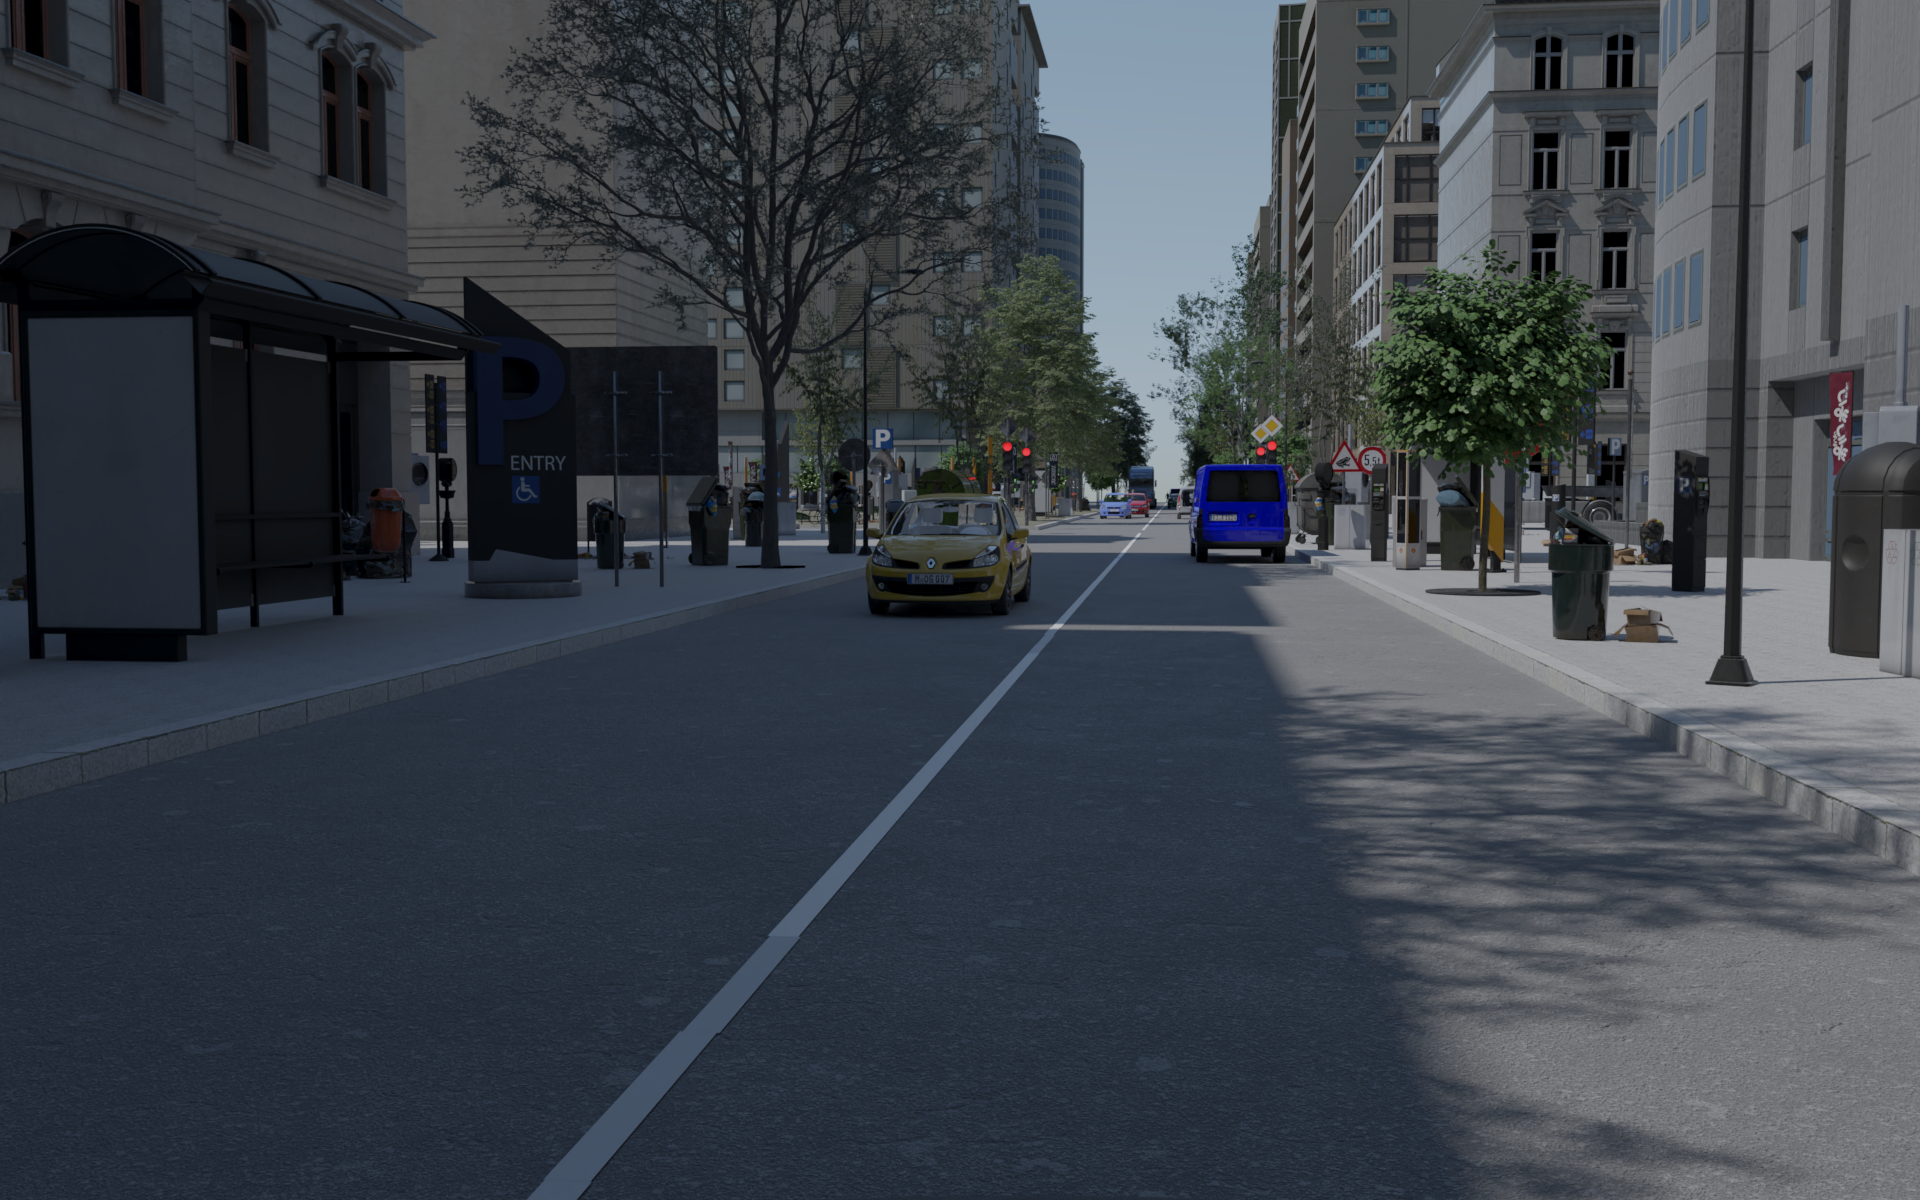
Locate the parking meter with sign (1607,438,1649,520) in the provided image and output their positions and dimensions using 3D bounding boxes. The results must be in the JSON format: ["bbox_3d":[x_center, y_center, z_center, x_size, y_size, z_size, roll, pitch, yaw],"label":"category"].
[{"bbox_3d":[20.722,-3.474,53.057,0.543,3.016,1.738,-2,4,-32],"label":"parking meter with sign"}]

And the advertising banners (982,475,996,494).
[{"bbox_3d":[2.114,-9.158,145.927,2.074,3.025,0.090,0,4,-2],"label":"advertising banners"}]

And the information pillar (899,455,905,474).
[{"bbox_3d":[-3.498,-6.916,104.437,0.183,3.616,0.504,3,5,39],"label":"information pillar"}]

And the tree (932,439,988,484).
[{"bbox_3d":[0.068,-7.153,100.672,4.285,4.588,4.351,0,3,0],"label":"tree"}]

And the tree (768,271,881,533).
[{"bbox_3d":[-4.242,-6.484,56.378,4.360,8.622,3.978,0,3,0],"label":"tree"}]

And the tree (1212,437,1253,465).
[{"bbox_3d":[14.425,-5.753,77.768,4.285,4.588,4.351,0,3,0],"label":"tree"}]

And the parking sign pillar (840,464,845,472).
[{"bbox_3d":[-9.084,-8.852,133.196,1.447,3.967,1.447,0,4,-4],"label":"parking sign pillar"}]

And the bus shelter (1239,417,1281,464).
[{"bbox_3d":[15.327,-6.743,87.882,2.179,5.291,8.768,0,4,7],"label":"bus shelter"}]

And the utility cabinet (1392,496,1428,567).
[{"bbox_3d":[7.973,-1.192,30.644,0.306,1.237,1.020,2,4,33],"label":"utility cabinet"}]

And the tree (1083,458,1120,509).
[{"bbox_3d":[12.372,-10.311,152.294,4.285,4.588,4.351,0,3,0],"label":"tree"}]

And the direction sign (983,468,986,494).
[{"bbox_3d":[1.877,-8.695,134.168,0.379,3.537,0.876,1,4,15],"label":"direction sign"}]

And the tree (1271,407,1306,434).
[{"bbox_3d":[25.911,-11.523,138.755,4.737,8.622,4.395,0,3,0],"label":"tree"}]

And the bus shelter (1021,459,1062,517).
[{"bbox_3d":[4.764,-6.566,101.279,2.014,3.302,5.546,0,4,7],"label":"bus shelter"}]

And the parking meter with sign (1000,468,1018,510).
[{"bbox_3d":[2.988,-7.149,113.145,0.543,3.016,1.738,3,5,43],"label":"parking meter with sign"}]

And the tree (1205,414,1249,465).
[{"bbox_3d":[23.615,-12.491,154.597,4.737,8.622,4.395,0,3,0],"label":"tree"}]

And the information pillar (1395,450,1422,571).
[{"bbox_3d":[7.548,-1.507,29.134,0.304,2.012,0.304,-1,4,-22],"label":"information pillar"}]

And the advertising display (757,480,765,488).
[{"bbox_3d":[-9.009,-4.612,80.625,0.974,1.923,0.123,-3,4,-38],"label":"advertising display"}]

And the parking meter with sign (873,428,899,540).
[{"bbox_3d":[-1.889,-3.085,46.708,0.543,3.016,1.738,1,4,10],"label":"parking meter with sign"}]

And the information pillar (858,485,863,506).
[{"bbox_3d":[-8.033,-8.283,139.914,0.304,2.012,0.304,2,4,29],"label":"information pillar"}]

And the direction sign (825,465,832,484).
[{"bbox_3d":[-10.350,-8.859,136.843,0.379,3.537,0.876,3,4,36],"label":"direction sign"}]

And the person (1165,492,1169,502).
[{"bbox_3d":[35.272,-17.424,293.940,0.990,1.755,0.434,1,4,12],"label":"person"}]

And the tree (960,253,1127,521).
[{"bbox_3d":[3.622,-10.004,81.695,7.486,12.596,7.792,0,3,0],"label":"tree"}]

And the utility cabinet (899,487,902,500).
[{"bbox_3d":[-1.992,-2.653,52.053,0.318,1.500,1.173,-1,4,-11],"label":"utility cabinet"}]

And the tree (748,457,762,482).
[{"bbox_3d":[-14.947,-9.215,134.374,4.285,4.588,4.351,0,3,0],"label":"tree"}]

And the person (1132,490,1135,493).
[{"bbox_3d":[13.099,-7.498,131.487,0.834,1.777,0.661,1,4,10],"label":"person"}]

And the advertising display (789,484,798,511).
[{"bbox_3d":[-10.566,-6.262,107.596,0.974,1.923,0.123,1,4,14],"label":"advertising display"}]

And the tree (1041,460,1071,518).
[{"bbox_3d":[5.316,-6.109,94.484,1.663,3.219,1.824,0,3,0],"label":"tree"}]

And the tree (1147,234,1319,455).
[{"bbox_3d":[20.359,-16.702,128.974,12.611,20.169,13.585,0,3,0],"label":"tree"}]

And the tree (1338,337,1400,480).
[{"bbox_3d":[19.712,-8.065,82.225,4.737,8.622,4.395,0,3,0],"label":"tree"}]

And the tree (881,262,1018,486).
[{"bbox_3d":[0.086,-6.363,54.391,4.360,8.622,3.978,0,3,0],"label":"tree"}]

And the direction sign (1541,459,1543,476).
[{"bbox_3d":[25.377,-5.048,74.530,0.379,3.537,0.876,-2,4,-34],"label":"direction sign"}]

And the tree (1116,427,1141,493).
[{"bbox_3d":[20.387,-17.593,222.062,7.601,10.594,8.767,0,4,-3],"label":"tree"}]

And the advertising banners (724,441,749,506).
[{"bbox_3d":[-7.496,-3.791,58.171,0.090,3.025,2.074,1,4,9],"label":"advertising banners"}]

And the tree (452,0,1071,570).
[{"bbox_3d":[-3.239,-7.284,29.467,12.009,13.543,11.850,0,3,0],"label":"tree"}]

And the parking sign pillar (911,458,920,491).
[{"bbox_3d":[-3.300,-8.589,128.898,1.447,3.967,1.447,-1,4,-12],"label":"parking sign pillar"}]

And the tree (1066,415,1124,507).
[{"bbox_3d":[10.138,-11.609,140.176,4.360,8.622,3.978,0,3,0],"label":"tree"}]

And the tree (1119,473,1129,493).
[{"bbox_3d":[29.757,-21.243,297.686,4.737,8.622,4.395,0,3,0],"label":"tree"}]

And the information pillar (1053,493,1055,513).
[{"bbox_3d":[6.243,-7.696,117.185,0.504,3.616,0.183,0,4,-4],"label":"information pillar"}]

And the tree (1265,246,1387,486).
[{"bbox_3d":[11.099,-6.242,52.421,4.360,8.622,3.978,0,3,0],"label":"tree"}]

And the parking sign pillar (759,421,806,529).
[{"bbox_3d":[-6.567,-4.570,63.189,1.447,3.967,1.447,0,4,7],"label":"parking sign pillar"}]

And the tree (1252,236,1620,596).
[{"bbox_3d":[6.718,-2.353,22.183,4.285,4.588,4.351,0,3,0],"label":"tree"}]

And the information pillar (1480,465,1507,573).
[{"bbox_3d":[8.667,-2.248,28.103,0.504,3.616,0.183,-2,4,-34],"label":"information pillar"}]

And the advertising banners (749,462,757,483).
[{"bbox_3d":[-10.509,-5.983,94.008,2.074,3.025,0.090,-2,4,-26],"label":"advertising banners"}]

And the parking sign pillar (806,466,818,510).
[{"bbox_3d":[-11.581,-8.839,132.983,1.447,3.967,1.447,-3,4,-37],"label":"parking sign pillar"}]

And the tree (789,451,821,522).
[{"bbox_3d":[-6.774,-5.154,78.871,1.663,3.219,1.824,0,3,0],"label":"tree"}]

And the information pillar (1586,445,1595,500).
[{"bbox_3d":[26.544,-4.990,72.939,0.504,3.616,0.183,-3,4,-38],"label":"information pillar"}]

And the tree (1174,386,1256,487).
[{"bbox_3d":[26.923,-16.010,178.765,9.611,12.733,9.660,0,3,0],"label":"tree"}]

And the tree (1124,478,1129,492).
[{"bbox_3d":[24.616,-18.807,257.857,4.360,8.622,3.978,0,3,0],"label":"tree"}]

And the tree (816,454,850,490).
[{"bbox_3d":[-10.270,-9.690,142.138,4.285,4.588,4.351,0,3,0],"label":"tree"}]

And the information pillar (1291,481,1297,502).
[{"bbox_3d":[15.632,-4.673,80.901,0.304,2.012,0.304,0,4,8],"label":"information pillar"}]

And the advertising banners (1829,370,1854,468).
[{"bbox_3d":[12.674,-1.700,23.984,0.090,3.025,2.074,-1,4,-9],"label":"advertising banners"}]

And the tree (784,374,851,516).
[{"bbox_3d":[-8.310,-9.316,102.676,4.737,8.622,4.395,0,3,0],"label":"tree"}]

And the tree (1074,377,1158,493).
[{"bbox_3d":[16.588,-17.210,188.040,9.857,13.997,8.962,0,3,0],"label":"tree"}]

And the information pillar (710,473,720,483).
[{"bbox_3d":[-8.623,-3.447,60.843,0.304,2.012,0.304,1,4,13],"label":"information pillar"}]

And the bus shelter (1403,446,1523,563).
[{"bbox_3d":[9.920,-2.478,34.432,2.014,3.302,5.546,0,4,7],"label":"bus shelter"}]

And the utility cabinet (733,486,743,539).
[{"bbox_3d":[-6.342,-2.503,49.597,0.318,1.500,1.173,0,4,-7],"label":"utility cabinet"}]

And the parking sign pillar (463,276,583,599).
[{"bbox_3d":[-5.500,-2.034,21.720,1.447,3.967,1.447,-2,4,-25],"label":"parking sign pillar"}]

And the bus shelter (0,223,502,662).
[{"bbox_3d":[-6.177,-1.334,15.728,2.014,3.302,5.546,0,4,7],"label":"bus shelter"}]

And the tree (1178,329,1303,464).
[{"bbox_3d":[17.417,-11.128,107.706,9.928,11.665,9.643,0,3,0],"label":"tree"}]
